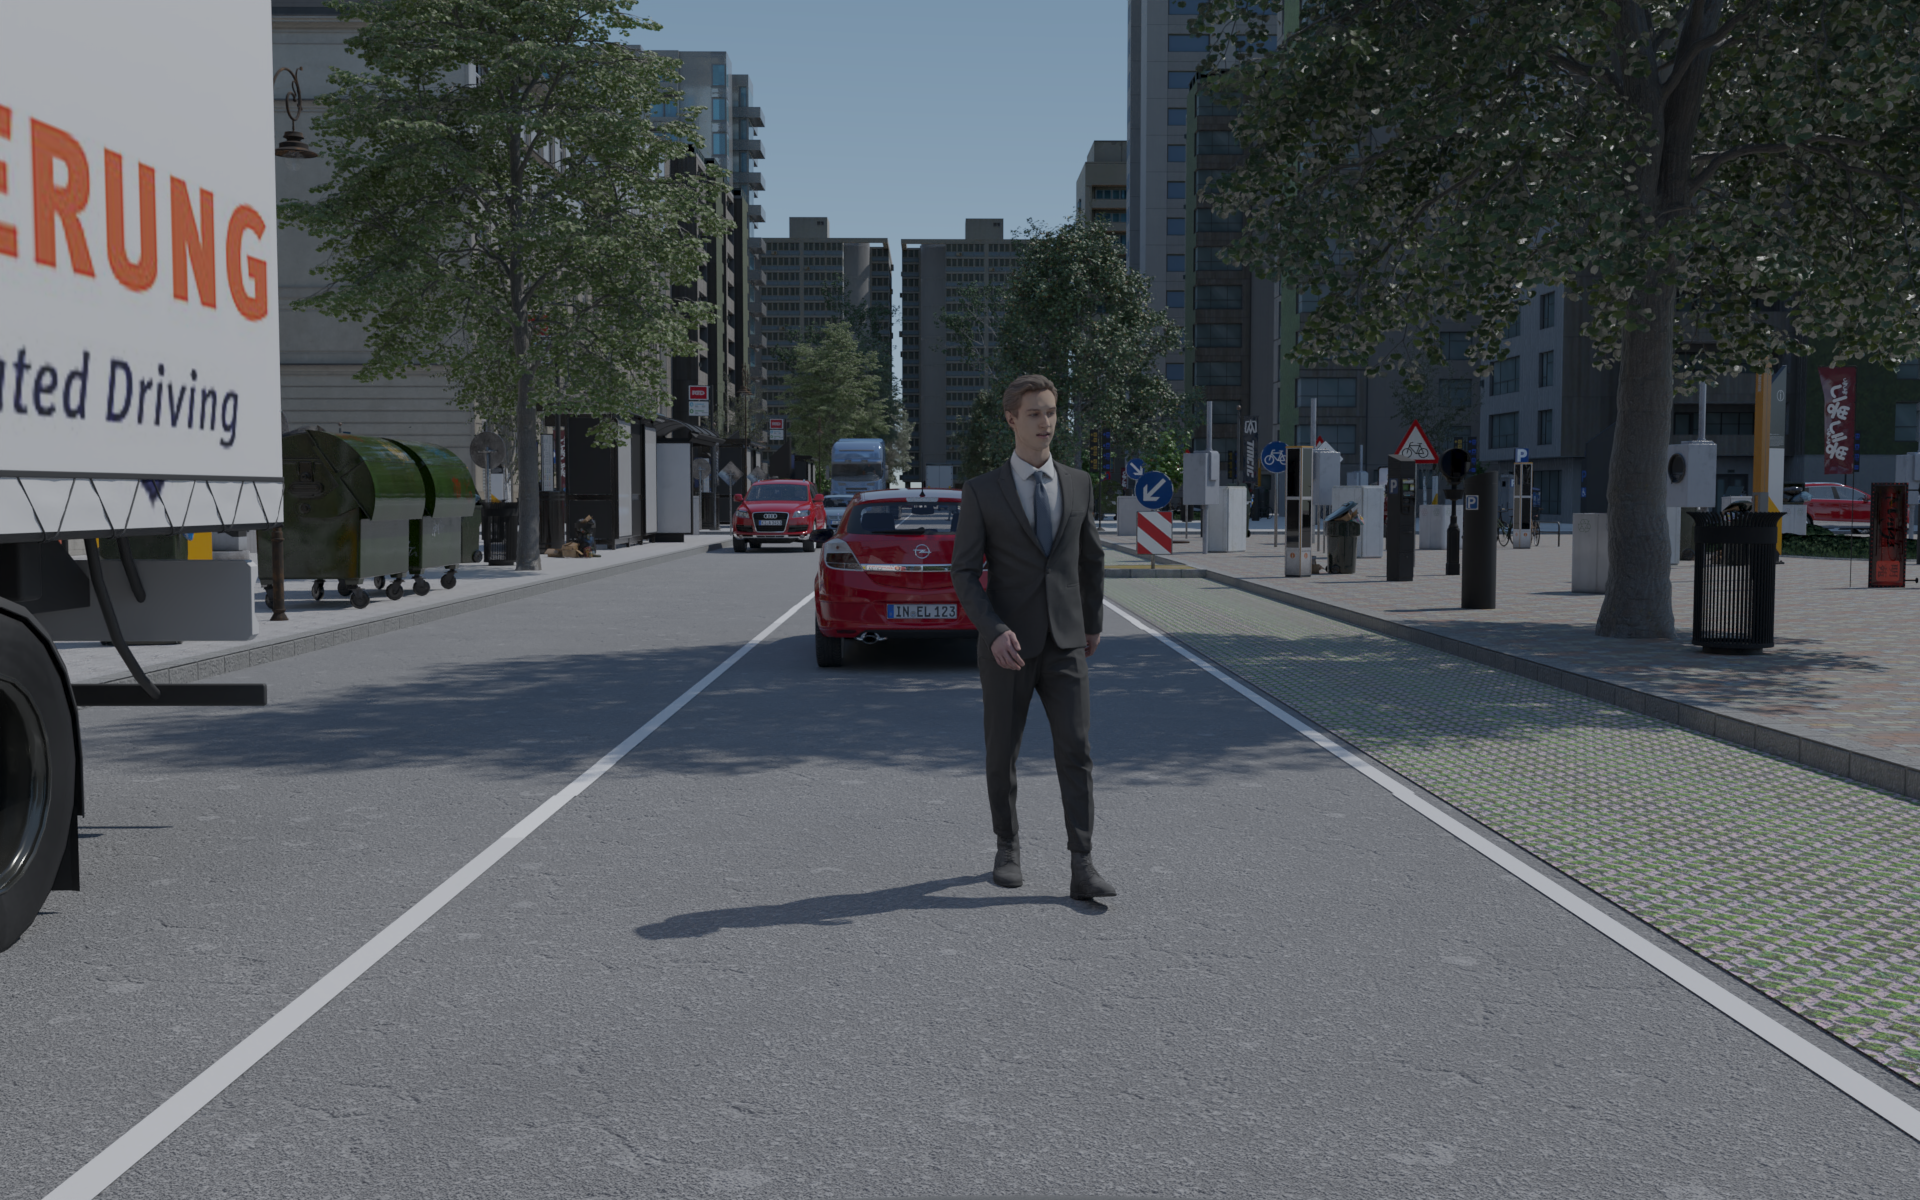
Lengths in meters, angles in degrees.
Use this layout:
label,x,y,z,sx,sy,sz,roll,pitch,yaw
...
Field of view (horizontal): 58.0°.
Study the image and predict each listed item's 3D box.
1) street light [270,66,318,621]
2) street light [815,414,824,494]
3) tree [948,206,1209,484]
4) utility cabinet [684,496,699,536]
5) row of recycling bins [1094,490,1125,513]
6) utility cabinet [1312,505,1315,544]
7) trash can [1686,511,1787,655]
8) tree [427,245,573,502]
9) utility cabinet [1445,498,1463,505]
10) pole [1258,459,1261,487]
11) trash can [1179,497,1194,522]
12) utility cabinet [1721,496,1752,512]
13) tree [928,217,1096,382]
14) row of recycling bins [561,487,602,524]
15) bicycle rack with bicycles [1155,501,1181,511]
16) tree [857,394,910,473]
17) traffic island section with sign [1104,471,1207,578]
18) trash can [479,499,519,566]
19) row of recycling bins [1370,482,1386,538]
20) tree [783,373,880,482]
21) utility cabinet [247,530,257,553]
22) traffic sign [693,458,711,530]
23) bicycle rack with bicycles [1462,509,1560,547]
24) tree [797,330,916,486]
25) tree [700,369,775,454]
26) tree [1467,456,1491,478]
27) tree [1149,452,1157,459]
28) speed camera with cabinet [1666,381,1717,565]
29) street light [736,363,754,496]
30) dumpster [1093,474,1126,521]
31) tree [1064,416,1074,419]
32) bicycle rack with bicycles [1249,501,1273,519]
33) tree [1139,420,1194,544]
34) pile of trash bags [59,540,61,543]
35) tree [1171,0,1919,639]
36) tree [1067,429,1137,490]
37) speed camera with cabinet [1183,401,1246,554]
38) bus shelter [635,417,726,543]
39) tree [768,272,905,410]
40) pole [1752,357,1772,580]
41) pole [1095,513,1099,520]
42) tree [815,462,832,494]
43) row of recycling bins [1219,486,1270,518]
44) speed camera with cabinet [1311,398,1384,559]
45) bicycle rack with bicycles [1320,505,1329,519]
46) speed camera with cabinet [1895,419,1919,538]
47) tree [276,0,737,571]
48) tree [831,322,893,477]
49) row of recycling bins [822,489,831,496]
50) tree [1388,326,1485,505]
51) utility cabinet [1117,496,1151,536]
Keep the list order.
label,x,y,z,sx,sy,sz,roll,pitch,yaw
street light,-6.909,-2.728,17.397,0.468,5.910,1.993,0,4,-1
street light,-8.116,-7.796,100.246,0.468,5.910,1.993,0,4,-1
tree,4.766,-9.326,69.486,9.611,12.733,9.660,0,3,0
utility cabinet,-8.607,-2.598,53.637,1.020,1.237,0.306,-2,4,-26
row of recycling bins,9.613,-6.684,116.396,3.534,1.692,1.069,-2,4,-31
utility cabinet,8.818,-2.199,44.636,0.318,1.500,1.173,0,4,-6
trash can,6.244,-0.141,13.967,0.748,1.137,0.748,0,3,0
tree,-13.402,-6.145,50.832,4.360,8.622,3.978,0,3,0
utility cabinet,25.270,-4.718,88.298,1.020,1.237,0.306,2,4,25
pole,17.278,-6.489,99.944,0.158,3.312,0.155,0,3,0
trash can,10.391,-4.135,79.257,0.748,1.137,0.748,0,3,0
utility cabinet,21.638,-2.271,48.297,1.020,1.237,0.306,-2,4,-34
tree,4.064,-16.241,121.433,12.611,20.169,13.585,0,3,0
row of recycling bins,-16.793,-4.201,75.798,3.534,1.692,1.069,-1,4,-21
bicycle rack with bicycles,12.779,-5.493,103.187,2.925,0.926,2.852,0,4,5
tree,-10.535,-17.274,192.798,12.009,13.543,11.850,0,3,0
traffic island section with sign,3.189,-1.324,30.283,1.989,1.847,2.006,0,4,-1
trash can,-8.248,-1.189,31.099,0.748,1.137,0.748,0,3,0
row of recycling bins,12.846,-2.772,52.439,1.069,1.692,3.534,1,4,12
tree,-9.060,-11.565,123.505,7.601,10.594,8.767,-2,4,-35
utility cabinet,-15.622,-1.605,37.400,0.306,1.237,1.020,3,5,44
traffic sign,-9.223,-3.753,61.473,0.768,2.556,0.104,0,4,4
bicycle rack with bicycles,13.540,-1.802,42.844,2.852,0.926,2.925,0,4,-2
tree,-8.985,-14.032,136.072,9.857,13.997,8.962,0,3,0
tree,-13.058,-9.241,101.456,4.360,8.622,3.978,0,3,0
tree,25.722,-5.599,86.148,1.663,3.219,1.824,0,3,0
tree,12.509,-7.818,111.534,4.285,4.588,4.351,0,3,0
speed camera with cabinet,12.681,-2.241,30.971,0.660,3.252,2.038,-1,4,-8
street light,-7.549,-5.397,61.031,0.468,5.910,1.993,0,4,-1
dumpster,7.155,-4.959,83.578,1.502,2.255,1.985,0,4,-1
tree,4.653,-9.158,100.093,4.737,8.622,4.395,0,3,0
bicycle rack with bicycles,14.672,-4.586,88.366,2.925,0.926,2.852,-1,4,-21
tree,5.393,-3.101,45.303,1.663,3.219,1.824,0,3,0
pile of trash bags,-11.773,-0.693,21.078,1.912,1.369,3.447,0,4,-6
tree,6.231,-6.644,15.279,9.857,13.997,8.962,0,3,0
tree,5.490,-5.825,78.949,4.285,4.588,4.351,0,3,0
speed camera with cabinet,5.555,-2.652,37.695,0.660,3.252,2.038,2,4,34
bus shelter,-7.879,-3.327,48.328,2.014,3.302,5.546,0,4,-1
tree,-10.875,-18.023,150.565,12.611,20.169,13.585,0,3,0
pole,11.940,-1.955,25.811,0.158,3.312,0.155,0,3,0
pole,6.731,-5.584,85.134,0.158,3.312,0.155,0,3,0
tree,-8.338,-6.735,104.726,1.663,3.219,1.824,0,3,0
row of recycling bins,15.065,-5.285,93.524,3.534,1.692,1.069,-1,4,-22
speed camera with cabinet,7.774,-2.506,35.304,0.660,3.252,2.038,-2,4,-27
bicycle rack with bicycles,17.936,-4.461,86.321,2.925,0.926,2.852,-3,5,-43
speed camera with cabinet,21.928,-2.696,38.413,2.038,3.252,0.660,0,4,5
tree,-7.628,-6.786,29.071,7.486,12.596,7.792,0,3,0
tree,-8.238,-11.951,113.532,7.486,12.596,7.792,0,3,0
row of recycling bins,-9.446,-6.807,118.409,3.534,1.692,1.069,3,5,45
tree,20.369,-7.638,75.249,4.360,8.622,3.978,0,3,0
utility cabinet,5.345,-2.572,53.212,1.020,1.237,0.306,0,4,-2
